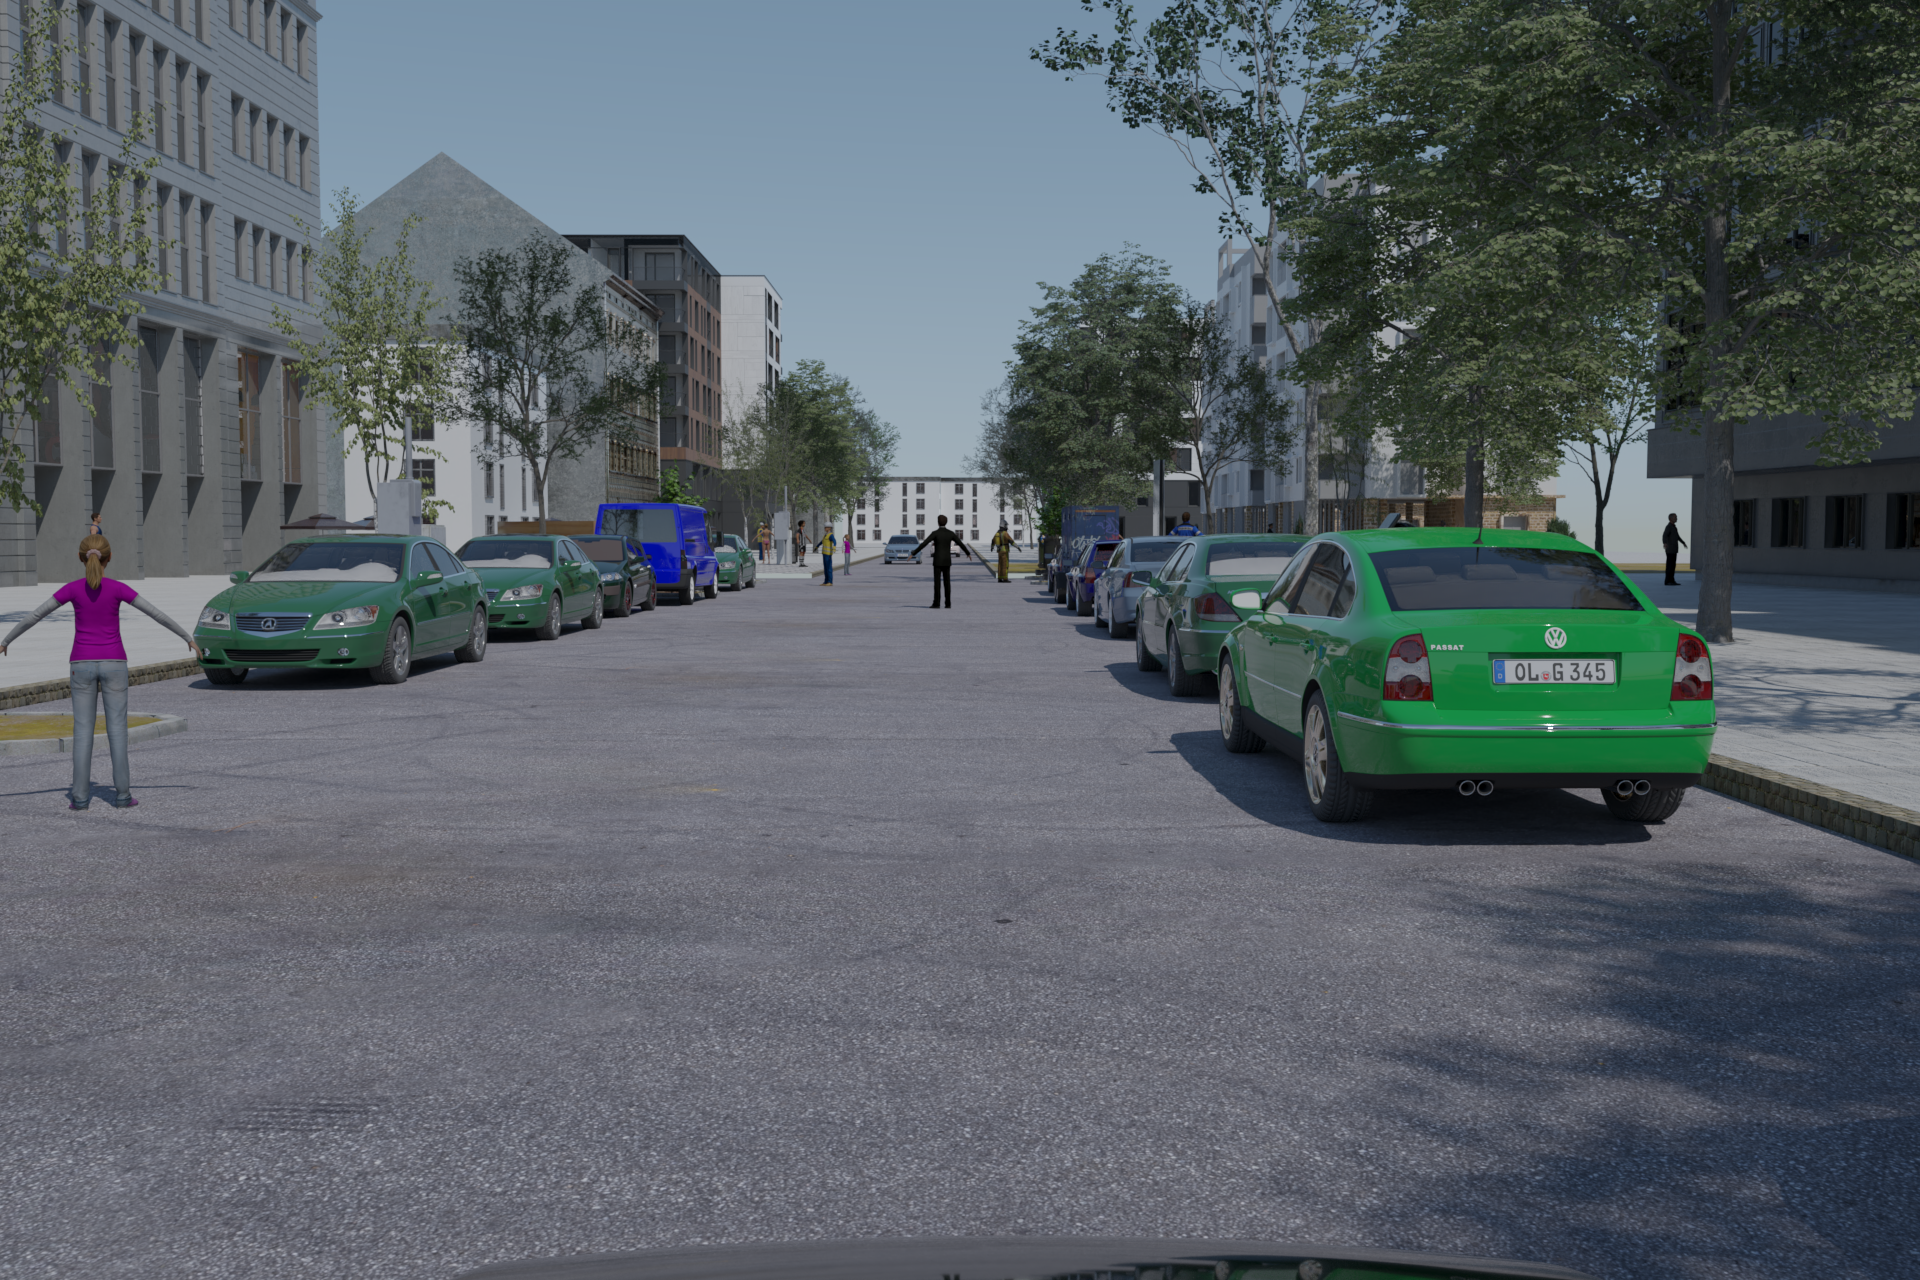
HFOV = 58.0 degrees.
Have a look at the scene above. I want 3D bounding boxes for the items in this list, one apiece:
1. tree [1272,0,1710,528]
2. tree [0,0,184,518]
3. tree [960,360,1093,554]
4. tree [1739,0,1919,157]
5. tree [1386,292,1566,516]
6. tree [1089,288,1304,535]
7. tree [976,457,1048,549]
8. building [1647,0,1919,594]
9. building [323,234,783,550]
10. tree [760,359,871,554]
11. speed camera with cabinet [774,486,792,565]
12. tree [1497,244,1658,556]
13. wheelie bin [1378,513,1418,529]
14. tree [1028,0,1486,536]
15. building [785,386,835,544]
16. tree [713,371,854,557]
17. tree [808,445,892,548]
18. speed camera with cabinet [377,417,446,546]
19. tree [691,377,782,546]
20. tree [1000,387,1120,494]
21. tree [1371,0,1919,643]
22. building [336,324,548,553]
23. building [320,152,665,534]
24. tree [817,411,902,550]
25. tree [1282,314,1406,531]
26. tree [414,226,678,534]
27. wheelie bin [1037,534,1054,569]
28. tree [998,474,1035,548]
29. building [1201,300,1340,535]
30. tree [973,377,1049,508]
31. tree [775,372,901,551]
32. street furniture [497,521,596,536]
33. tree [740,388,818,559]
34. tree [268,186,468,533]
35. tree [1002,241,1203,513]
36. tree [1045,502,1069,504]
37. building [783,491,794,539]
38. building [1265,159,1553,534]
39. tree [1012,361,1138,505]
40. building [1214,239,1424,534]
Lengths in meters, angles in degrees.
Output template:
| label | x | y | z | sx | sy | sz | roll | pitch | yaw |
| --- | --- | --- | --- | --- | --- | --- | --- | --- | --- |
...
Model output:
| label | x | y | z | sx | sy | sz | roll | pitch | yaw |
| --- | --- | --- | --- | --- | --- | --- | --- | --- | --- |
| tree | 9.286 | -6.902 | 30.973 | 7.486 | 12.596 | 7.792 | 0 | 3 | 0 |
| tree | -12.736 | -4.443 | 22.998 | 4.737 | 8.622 | 4.395 | 0 | 3 | 0 |
| tree | 5.535 | -12.439 | 113.745 | 12.009 | 13.543 | 11.850 | 0 | 3 | 0 |
| tree | 8.476 | -4.676 | 10.864 | 7.601 | 10.594 | 8.767 | -2 | 4 | -32 |
| tree | 21.622 | -9.516 | 73.714 | 7.486 | 12.596 | 7.792 | 0 | 3 | 0 |
| tree | 9.395 | -8.015 | 65.458 | 8.767 | 10.594 | 7.601 | -2 | 4 | -32 |
| tree | 5.819 | -12.829 | 144.168 | 8.767 | 10.594 | 7.601 | -3 | 4 | -36 |
| building | 25.744 | -13.060 | 32.603 | 14.314 | 24.678 | 30.058 | 0 | 4 | 0 |
| building | -29.320 | -17.778 | 134.643 | 27.936 | 21.610 | 32.646 | 0 | 3 | 0 |
| tree | -9.797 | -11.906 | 112.792 | 7.486 | 12.596 | 7.792 | 0 | 3 | 0 |
| speed camera with cabinet | -7.365 | -4.750 | 72.003 | 0.660 | 3.252 | 2.038 | 0 | 4 | -1 |
| tree | 22.152 | -8.174 | 59.406 | 9.928 | 11.665 | 9.643 | 0 | 3 | 0 |
| wheelie bin | 6.561 | -1.121 | 26.244 | 0.693 | 1.594 | 0.980 | 0 | 4 | 0 |
| tree | 7.773 | -11.586 | 45.314 | 12.611 | 20.169 | 13.585 | 0 | 3 | 0 |
| building | -26.420 | -24.253 | 227.470 | 19.493 | 23.208 | 18.063 | 0 | 4 | -1 |
| tree | -9.527 | -10.064 | 98.963 | 7.601 | 10.594 | 8.767 | 3 | 5 | 42 |
| tree | -9.969 | -13.669 | 157.898 | 8.767 | 10.594 | 7.601 | -3 | 4 | -39 |
| speed camera with cabinet | -9.519 | -2.187 | 30.090 | 0.660 | 3.252 | 2.038 | 0 | 4 | 0 |
| tree | -9.827 | -7.978 | 80.808 | 4.360 | 8.622 | 3.978 | 0 | 3 | 0 |
| tree | 5.953 | -10.189 | 100.998 | 8.767 | 10.594 | 7.601 | 2 | 4 | 27 |
| tree | 8.906 | -6.273 | 20.692 | 7.486 | 12.596 | 7.792 | 0 | 3 | 0 |
| building | -24.277 | -8.636 | 83.344 | 9.099 | 9.664 | 28.070 | 0 | 4 | -1 |
| building | -29.784 | -17.015 | 109.117 | 19.493 | 23.208 | 18.063 | 0 | 4 | 0 |
| tree | -8.943 | -13.253 | 142.446 | 9.928 | 11.665 | 9.643 | 0 | 3 | 0 |
| tree | 12.710 | -6.538 | 57.256 | 4.360 | 8.622 | 3.978 | 0 | 3 | 0 |
| tree | -12.412 | -7.189 | 51.948 | 8.767 | 10.594 | 7.601 | 0 | 4 | 5 |
| wheelie bin | 3.200 | -3.449 | 64.293 | 0.693 | 1.594 | 0.980 | 0 | 4 | -1 |
| tree | 6.072 | -12.846 | 160.399 | 4.360 | 8.622 | 3.978 | 0 | 3 | 0 |
| building | 24.820 | -17.374 | 140.487 | 16.016 | 20.090 | 11.380 | 0 | 4 | 0 |
| tree | 6.175 | -13.394 | 129.358 | 12.009 | 13.543 | 11.850 | 0 | 3 | 0 |
| tree | -9.596 | -13.422 | 129.819 | 12.009 | 13.543 | 11.850 | 0 | 3 | 0 |
| street furniture | -14.689 | -3.343 | 61.518 | 9.812 | 1.723 | 11.010 | 3 | 4 | 37 |
| tree | -9.578 | -8.362 | 87.084 | 4.360 | 8.622 | 3.978 | 0 | 3 | 0 |
| tree | -12.448 | -5.291 | 36.873 | 4.737 | 8.622 | 4.395 | 0 | 3 | 0 |
| tree | 6.150 | -10.416 | 76.954 | 9.857 | 13.997 | 8.962 | 0 | 3 | 0 |
| tree | 15.823 | -20.388 | 251.471 | 7.486 | 12.596 | 7.792 | 0 | 3 | 0 |
| building | -30.051 | -23.071 | 208.146 | 19.493 | 23.208 | 18.063 | 0 | 4 | 0 |
| building | 21.667 | -14.455 | 92.756 | 16.016 | 20.090 | 11.380 | 0 | 4 | 0 |
| tree | 6.368 | -9.537 | 90.343 | 7.601 | 10.594 | 8.767 | -1 | 4 | -15 |
| building | 21.741 | -15.638 | 112.105 | 16.016 | 20.090 | 11.380 | 0 | 4 | 0 |
